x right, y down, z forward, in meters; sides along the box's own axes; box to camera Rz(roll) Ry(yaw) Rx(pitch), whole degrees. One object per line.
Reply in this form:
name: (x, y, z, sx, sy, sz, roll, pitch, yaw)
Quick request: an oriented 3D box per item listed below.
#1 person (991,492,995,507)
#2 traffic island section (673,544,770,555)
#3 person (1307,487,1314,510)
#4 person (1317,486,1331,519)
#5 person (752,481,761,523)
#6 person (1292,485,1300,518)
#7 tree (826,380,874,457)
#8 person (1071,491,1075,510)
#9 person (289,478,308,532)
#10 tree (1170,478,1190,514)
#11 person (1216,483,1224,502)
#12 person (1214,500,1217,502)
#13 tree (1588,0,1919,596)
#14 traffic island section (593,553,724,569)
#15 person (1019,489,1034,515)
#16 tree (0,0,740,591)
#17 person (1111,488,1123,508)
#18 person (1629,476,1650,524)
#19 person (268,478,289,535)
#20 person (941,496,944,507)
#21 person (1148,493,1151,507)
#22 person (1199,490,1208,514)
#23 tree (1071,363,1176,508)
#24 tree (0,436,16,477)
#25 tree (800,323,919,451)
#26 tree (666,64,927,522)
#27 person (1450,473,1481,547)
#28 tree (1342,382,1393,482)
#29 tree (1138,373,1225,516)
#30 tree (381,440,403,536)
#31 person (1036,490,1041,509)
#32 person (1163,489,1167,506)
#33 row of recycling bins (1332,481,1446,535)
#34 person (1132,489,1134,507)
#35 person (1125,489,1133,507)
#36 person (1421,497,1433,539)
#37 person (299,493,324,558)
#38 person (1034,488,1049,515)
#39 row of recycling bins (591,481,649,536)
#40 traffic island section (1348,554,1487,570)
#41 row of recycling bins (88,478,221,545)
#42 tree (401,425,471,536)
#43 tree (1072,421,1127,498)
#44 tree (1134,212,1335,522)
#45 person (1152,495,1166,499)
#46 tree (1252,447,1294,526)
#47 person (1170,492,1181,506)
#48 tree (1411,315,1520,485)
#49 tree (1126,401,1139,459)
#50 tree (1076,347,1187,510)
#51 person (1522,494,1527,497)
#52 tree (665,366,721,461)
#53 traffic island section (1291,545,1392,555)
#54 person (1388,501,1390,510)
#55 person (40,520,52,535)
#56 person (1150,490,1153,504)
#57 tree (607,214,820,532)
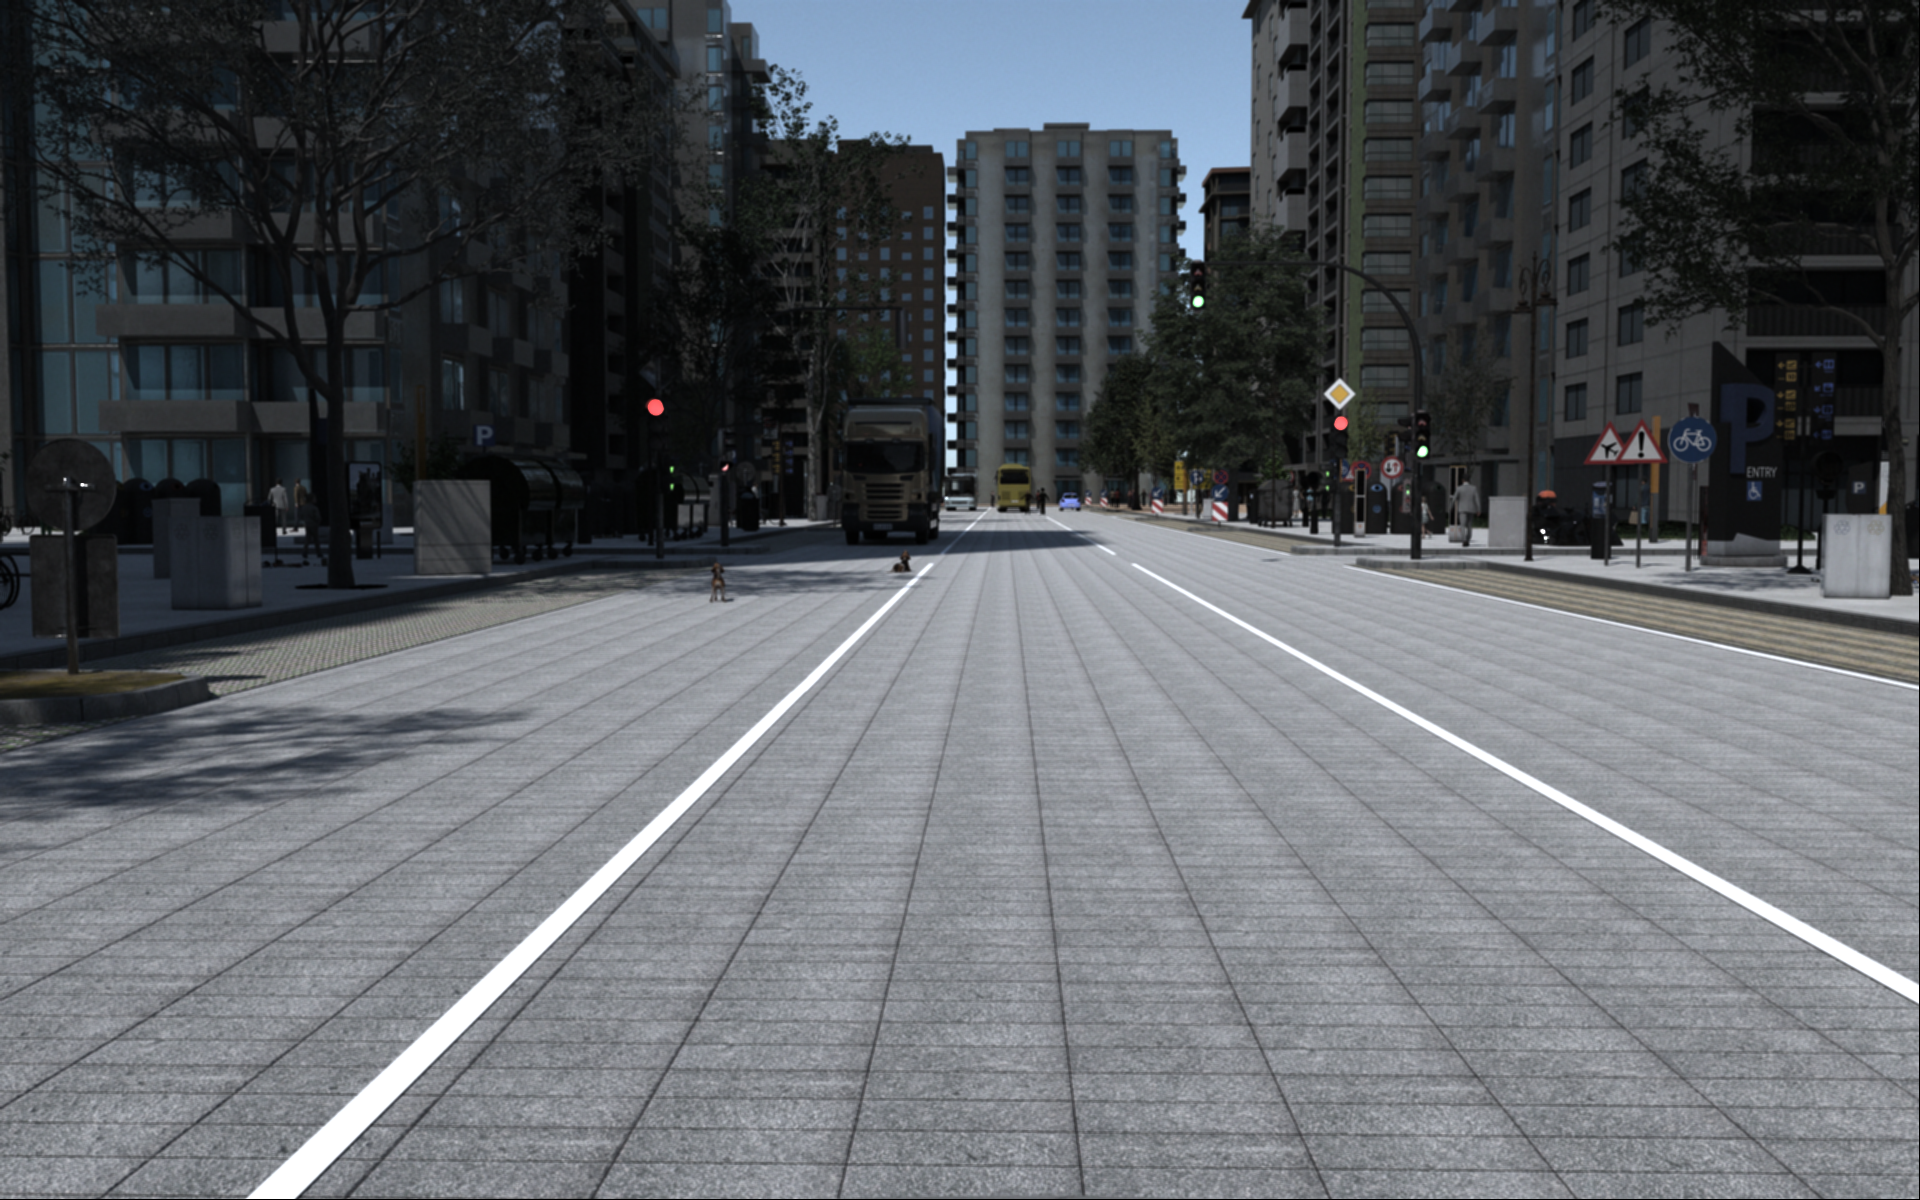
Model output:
person: (3.636, -11.224, 192.816, 0.445, 1.727, 0.742, 1, 4, 13)
traffic island section: (-5.769, -1.229, 42.382, 2.009, 0.180, 2.903, 0, 4, 1)
person: (21.376, -6.106, 105.738, 0.638, 1.841, 0.748, -1, 4, -16)
person: (18.902, -5.132, 89.728, 0.659, 1.850, 0.755, 1, 4, 22)
person: (-9.088, -4.281, 75.881, 0.795, 1.843, 0.661, 0, 4, 3)
person: (18.232, -5.362, 94.285, 0.480, 1.755, 0.524, -2, 4, -33)
tree: (-6.404, -9.857, 111.532, 4.737, 8.622, 4.395, 0, 3, 0)
person: (10.291, -9.164, 159.114, 0.721, 1.735, 1.217, 1, 4, 18)
person: (-22.399, -3.240, 58.921, 0.836, 1.842, 0.656, -1, 4, -14)
tree: (14.117, -7.090, 110.527, 1.663, 3.219, 1.824, 0, 3, 0)
person: (12.178, -4.591, 81.380, 0.520, 1.790, 0.573, 3, 5, 45)
person: (13.034, -4.925, 86.840, 0.850, 1.792, 0.678, 0, 4, 1)
tree: (11.634, -5.346, 21.822, 7.601, 10.594, 8.767, 2, 4, 32)
traffic island section: (-5.975, -0.741, 34.400, 2.009, 0.180, 2.903, 0, 4, 1)
person: (4.690, -6.850, 121.017, 1.217, 1.766, 0.721, -2, 4, -24)
tree: (-8.490, -6.889, 23.004, 12.009, 13.543, 11.850, 0, 3, 0)
person: (14.371, -9.324, 158.436, 1.348, 1.831, 0.705, -2, 4, -30)
person: (20.630, -2.832, 52.338, 0.794, 1.824, 0.713, 0, 4, -2)
person: (-21.438, -2.948, 54.510, 0.678, 1.792, 0.850, 0, 4, -6)
person: (-1.734, -9.924, 173.983, 0.421, 1.427, 0.697, -1, 4, -22)
person: (19.226, -10.108, 174.526, 0.599, 1.433, 0.991, 3, 5, 42)
person: (15.776, -6.540, 112.751, 0.755, 1.850, 0.659, 0, 4, 0)
tree: (15.171, -15.027, 156.060, 12.009, 13.543, 11.850, 0, 3, 0)
tree: (-16.778, -2.074, 28.517, 1.663, 3.219, 1.824, 0, 3, 0)
tree: (-6.036, -10.940, 104.624, 9.928, 11.665, 9.643, 0, 3, 0)
tree: (-8.057, -13.673, 79.435, 12.611, 20.169, 13.585, 0, 3, 0)
person: (12.358, -2.202, 42.318, 0.678, 1.792, 0.850, 0, 4, 7)
tree: (26.445, -10.006, 113.968, 4.737, 8.622, 4.395, 0, 3, 0)
tree: (13.734, -9.230, 101.278, 4.737, 8.622, 4.395, 0, 3, 0)
tree: (-16.788, -3.616, 53.716, 1.663, 3.219, 1.824, 0, 3, 0)
person: (7.597, -9.698, 167.008, 0.705, 1.831, 1.348, -2, 4, -25)
person: (22.413, -11.188, 189.105, 0.705, 1.807, 1.348, 0, 4, -2)
row of recycling bins: (13.685, -2.950, 55.338, 3.534, 1.692, 1.069, 0, 4, 5)
person: (15.438, -8.987, 153.898, 0.530, 1.710, 0.541, -1, 4, -9)
person: (15.904, -9.437, 161.059, 1.217, 1.743, 0.721, 2, 4, 28)
person: (13.258, -2.346, 49.421, 0.382, 1.210, 0.505, 3, 5, 41)
person: (-13.038, -1.496, 34.775, 0.475, 1.303, 0.640, 0, 4, 7)
person: (5.674, -6.803, 119.364, 1.348, 1.869, 0.705, -3, 5, -39)
row of recycling bins: (-10.828, -2.912, 54.719, 1.069, 1.692, 3.534, 2, 4, 23)
traffic island section: (8.961, -0.717, 34.012, 2.009, 0.180, 2.903, 0, 4, 1)
row of recycling bins: (-20.787, -2.299, 44.699, 1.069, 1.692, 3.534, 2, 4, 32)
tree: (-14.281, -3.292, 48.433, 1.663, 3.219, 1.824, 0, 3, 0)
tree: (15.499, -15.249, 183.737, 7.601, 10.594, 8.767, 0, 4, -8)
tree: (12.616, -10.608, 80.091, 9.857, 13.997, 8.962, 0, 3, 0)
person: (19.188, -9.859, 167.194, 1.348, 1.831, 0.705, -1, 4, -9)
tree: (12.647, -4.620, 70.132, 1.663, 3.219, 1.824, 0, 3, 0)
person: (23.116, -10.942, 185.763, 1.217, 1.723, 0.721, 0, 4, -6)
tree: (20.647, -7.370, 70.870, 4.360, 8.622, 3.978, 0, 3, 0)
tree: (14.169, -10.752, 126.154, 4.737, 8.622, 4.395, 0, 3, 0)
tree: (13.733, -13.353, 135.322, 9.611, 12.733, 9.660, 0, 3, 0)
person: (23.821, -3.860, 73.425, 0.425, 1.301, 0.394, -1, 4, -20)
tree: (-14.954, -8.942, 96.562, 4.737, 8.622, 4.395, 0, 3, 0)
traffic island section: (9.167, -1.206, 41.994, 2.009, 0.180, 2.903, 0, 4, 1)
person: (25.108, -5.806, 100.883, 0.656, 1.842, 0.836, 2, 4, 29)
person: (-23.814, -2.129, 45.094, 0.306, 1.304, 0.590, -3, 4, -37)
person: (19.876, -10.575, 179.870, 0.530, 1.710, 0.541, 0, 4, 4)
tree: (-8.241, -7.526, 57.457, 7.601, 10.594, 8.767, 1, 4, 9)
